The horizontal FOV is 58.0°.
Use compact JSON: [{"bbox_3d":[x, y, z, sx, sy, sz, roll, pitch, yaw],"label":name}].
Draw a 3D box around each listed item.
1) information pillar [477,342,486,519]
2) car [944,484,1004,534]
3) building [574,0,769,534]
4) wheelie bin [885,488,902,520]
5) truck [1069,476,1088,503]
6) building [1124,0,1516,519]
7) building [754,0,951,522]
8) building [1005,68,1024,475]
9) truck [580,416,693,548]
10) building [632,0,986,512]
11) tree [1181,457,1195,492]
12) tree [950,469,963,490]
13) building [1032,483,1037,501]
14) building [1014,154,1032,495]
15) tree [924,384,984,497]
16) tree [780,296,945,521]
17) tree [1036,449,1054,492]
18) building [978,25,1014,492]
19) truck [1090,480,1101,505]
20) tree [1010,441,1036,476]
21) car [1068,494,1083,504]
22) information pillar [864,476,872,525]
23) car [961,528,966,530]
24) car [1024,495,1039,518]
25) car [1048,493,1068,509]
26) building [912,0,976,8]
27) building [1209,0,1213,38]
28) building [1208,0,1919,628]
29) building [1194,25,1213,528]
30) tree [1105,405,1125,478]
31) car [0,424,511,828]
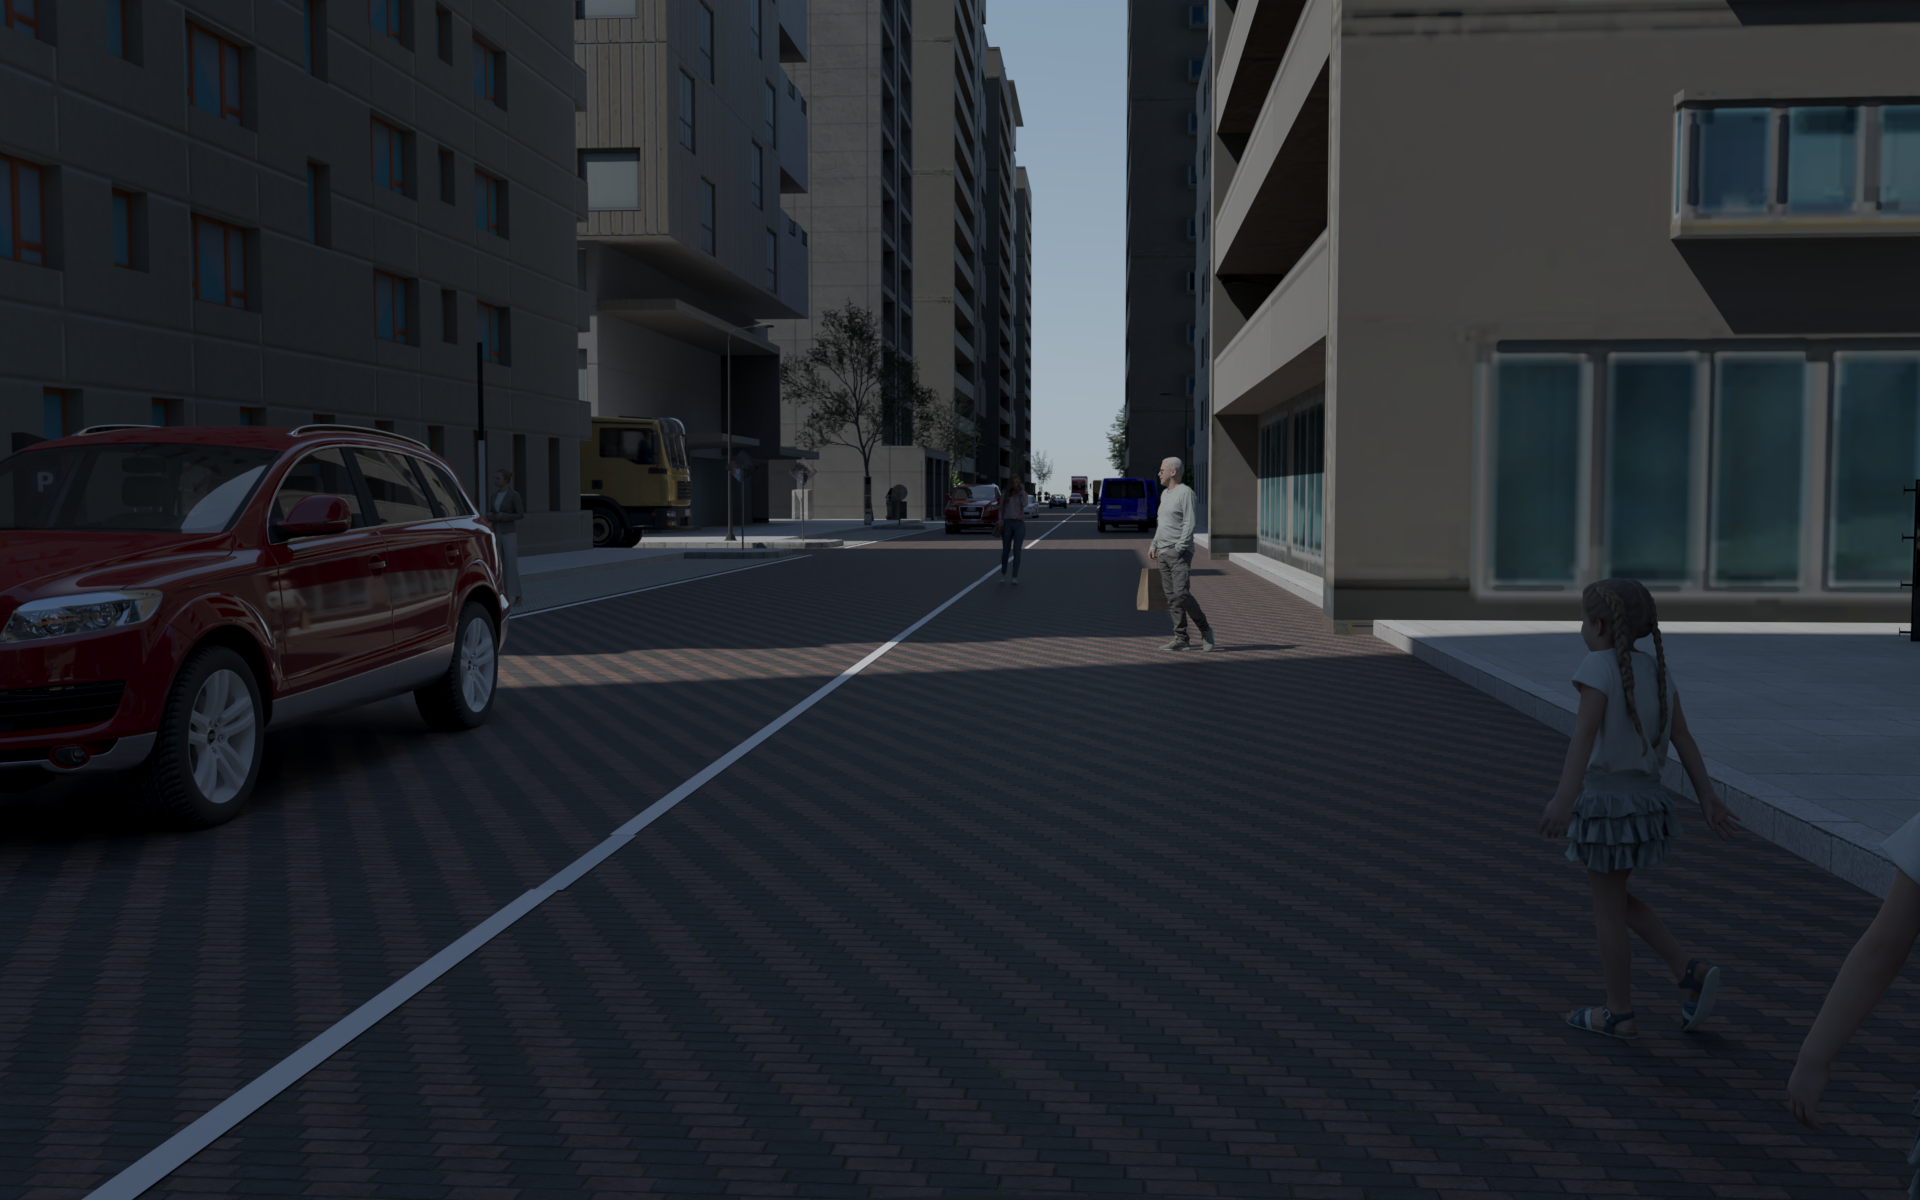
[{"bbox_3d":[-7.444,-2.178,26.960,0.183,3.616,0.504,-1,4,-14],"label":"information pillar"},{"bbox_3d":[0.619,-3.380,63.939,2.281,1.827,5.304,0,4,5],"label":"car"},{"bbox_3d":[-20.599,-28.932,62.272,28.713,52.752,27.495,0,4,5],"label":"building"},{"bbox_3d":[-3.239,-4.767,85.841,0.693,1.594,0.980,3,4,36],"label":"wheelie bin"},{"bbox_3d":[18.658,-17.238,270.759,2.839,4.237,11.283,0,4,5],"label":"truck"},{"bbox_3d":[21.317,-29.687,109.077,21.300,48.544,21.600,0,4,5],"label":"building"},{"bbox_3d":[-11.120,-40.292,97.026,20.563,71.187,20.611,0,4,5],"label":"building"},{"bbox_3d":[-6.829,-38.558,219.660,28.713,52.752,27.495,0,4,5],"label":"building"},{"bbox_3d":[-10.914,-2.923,43.721,9.791,3.379,3.469,0,4,3],"label":"truck"},{"bbox_3d":[-11.720,-34.779,157.868,28.713,52.752,27.495,0,4,5],"label":"building"},{"bbox_3d":[13.029,-6.388,99.044,1.663,3.219,1.824,0,3,0],"label":"tree"},{"bbox_3d":[-0.457,-7.777,121.757,1.663,3.219,1.824,0,3,0],"label":"tree"},{"bbox_3d":[-4.473,-35.197,267.349,32.217,40.220,23.993,0,4,5],"label":"building"},{"bbox_3d":[-1.022,-37.932,243.897,21.300,48.544,21.600,0,4,5],"label":"building"},{"bbox_3d":[-0.601,-10.152,116.355,4.360,8.622,3.978,0,3,0],"label":"tree"},{"bbox_3d":[-4.399,-9.009,81.717,8.767,10.594,7.601,-3,5,-39],"label":"tree"},{"bbox_3d":[13.188,-20.252,281.476,4.737,8.622,4.395,0,3,0],"label":"tree"},{"bbox_3d":[-5.867,-34.153,182.108,21.300,48.544,21.600,0,4,5],"label":"building"},{"bbox_3d":[19.199,-14.548,233.782,3.469,3.379,9.791,0,4,5],"label":"truck"},{"bbox_3d":[5.285,-15.224,199.272,4.737,8.622,4.395,0,3,0],"label":"tree"},{"bbox_3d":[15.982,-14.098,239.536,2.155,1.783,4.494,0,4,5],"label":"car"},{"bbox_3d":[-3.804,-4.086,71.305,0.304,2.012,0.304,-1,4,-9],"label":"information pillar"},{"bbox_3d":[0.958,-3.725,71.131,2.015,1.641,3.980,0,4,3],"label":"car"},{"bbox_3d":[3.757,-5.606,104.015,2.083,1.381,4.827,0,4,5],"label":"car"},{"bbox_3d":[9.742,-9.932,172.182,2.009,1.686,4.222,0,4,5],"label":"car"},{"bbox_3d":[-10.195,-31.167,133.288,21.300,48.544,21.600,0,4,5],"label":"building"},{"bbox_3d":[19.338,-26.501,83.399,14.600,45.320,14.200,0,4,5],"label":"building"},{"bbox_3d":[15.278,-24.590,25.747,21.300,48.544,21.600,0,4,5],"label":"building"},{"bbox_3d":[23.453,-13.154,60.107,28.899,21.520,27.650,0,4,5],"label":"building"},{"bbox_3d":[20.586,-17.516,204.506,7.486,12.596,7.792,0,3,0],"label":"tree"},{"bbox_3d":[-4.055,-0.031,9.176,2.281,1.827,5.304,0,4,4],"label":"car"}]
